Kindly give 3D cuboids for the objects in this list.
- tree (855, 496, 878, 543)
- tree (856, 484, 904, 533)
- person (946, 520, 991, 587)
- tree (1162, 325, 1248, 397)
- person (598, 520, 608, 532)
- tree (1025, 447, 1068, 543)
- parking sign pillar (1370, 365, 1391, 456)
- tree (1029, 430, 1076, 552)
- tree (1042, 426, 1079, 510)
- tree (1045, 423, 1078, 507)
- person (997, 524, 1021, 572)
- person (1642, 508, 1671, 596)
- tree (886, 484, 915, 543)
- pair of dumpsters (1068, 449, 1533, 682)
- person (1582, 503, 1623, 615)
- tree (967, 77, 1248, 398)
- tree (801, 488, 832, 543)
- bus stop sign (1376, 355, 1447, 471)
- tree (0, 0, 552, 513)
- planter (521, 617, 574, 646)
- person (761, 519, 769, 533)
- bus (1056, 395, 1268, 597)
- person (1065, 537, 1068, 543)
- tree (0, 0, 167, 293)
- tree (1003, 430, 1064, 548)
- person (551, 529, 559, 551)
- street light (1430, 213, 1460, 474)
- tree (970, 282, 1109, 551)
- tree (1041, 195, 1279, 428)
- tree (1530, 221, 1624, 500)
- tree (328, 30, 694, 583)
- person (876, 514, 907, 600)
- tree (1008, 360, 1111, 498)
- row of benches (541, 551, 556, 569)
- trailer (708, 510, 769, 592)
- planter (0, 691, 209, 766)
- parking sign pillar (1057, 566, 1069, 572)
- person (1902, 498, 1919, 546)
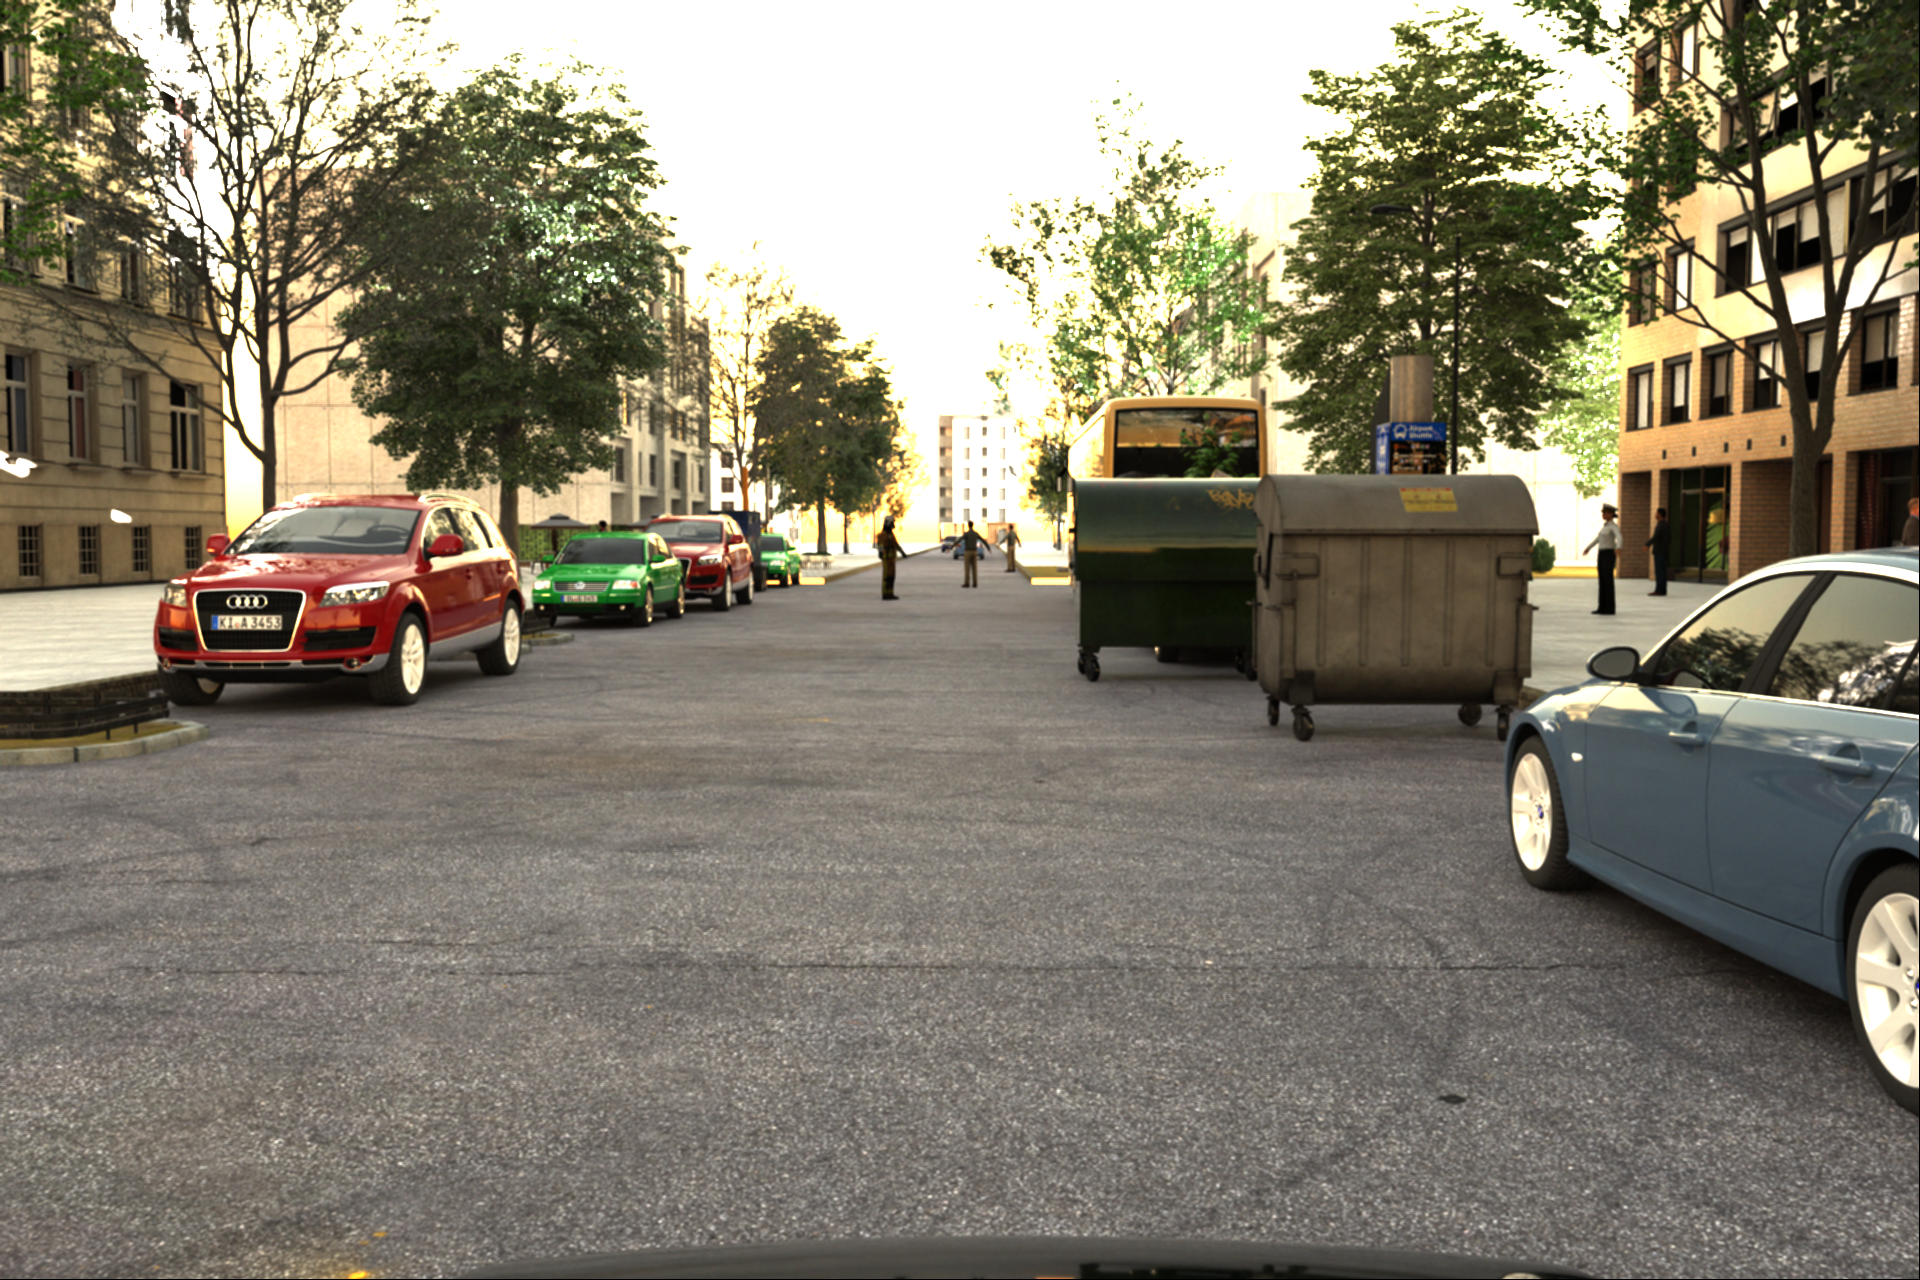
[{"bbox_3d":[-12.927,-18.173,247.497,4.360,8.622,3.978,0,3,0],"label":"tree"},{"bbox_3d":[-11.139,-18.730,240.652,7.601,10.594,8.767,0,4,1],"label":"tree"},{"bbox_3d":[0.275,-2.320,46.662,1.348,1.796,0.705,-2,4,-27],"label":"person"},{"bbox_3d":[8.828,-6.758,60.851,4.360,8.622,3.978,0,3,0],"label":"tree"},{"bbox_3d":[-14.376,-3.878,69.543,0.704,1.843,1.345,2,4,24],"label":"person"},{"bbox_3d":[14.052,-20.472,241.364,9.857,13.997,8.962,0,3,0],"label":"tree"},{"bbox_3d":[7.064,-2.442,28.402,1.447,3.967,1.447,0,4,1],"label":"parking sign pillar"},{"bbox_3d":[7.196,-10.525,122.444,4.737,8.622,4.395,0,3,0],"label":"tree"},{"bbox_3d":[7.502,-10.074,115.067,4.737,8.622,4.395,0,3,0],"label":"tree"},{"bbox_3d":[7.304,-9.711,109.133,4.360,8.622,3.978,0,3,0],"label":"tree"},{"bbox_3d":[1.903,-3.457,65.245,0.705,1.796,1.348,3,5,42],"label":"person"},{"bbox_3d":[14.550,-1.833,36.042,0.705,1.821,1.348,3,5,41],"label":"person"},{"bbox_3d":[-8.523,-18.171,247.454,4.737,8.622,4.395,0,3,0],"label":"tree"},{"bbox_3d":[3.299,-0.753,17.261,4.436,2.255,1.574,0,4,1],"label":"pair of dumpsters"},{"bbox_3d":[10.245,-1.294,27.617,0.721,1.778,1.216,0,4,-5],"label":"person"},{"bbox_3d":[6.367,-13.392,74.845,12.611,20.169,13.585,0,3,0],"label":"tree"},{"bbox_3d":[-22.569,-20.450,244.720,12.009,13.543,11.850,0,3,0],"label":"tree"},{"bbox_3d":[6.718,-2.252,25.841,0.837,3.901,0.837,0,4,0],"label":"bus stop sign"},{"bbox_3d":[-12.415,-7.352,30.580,12.009,13.543,11.850,0,3,0],"label":"tree"},{"bbox_3d":[-6.203,-0.105,22.858,1.991,0.319,1.994,0,4,1],"label":"planter"},{"bbox_3d":[-6.305,-3.051,56.351,0.721,1.772,1.216,-3,5,-44],"label":"person"},{"bbox_3d":[3.522,-2.511,32.599,2.896,3.916,12.252,0,4,1],"label":"bus"},{"bbox_3d":[4.653,-3.726,66.774,1.347,1.847,0.705,1,4,21],"label":"person"},{"bbox_3d":[-12.367,-5.674,18.522,9.928,11.665,9.643,0,3,0],"label":"tree"},{"bbox_3d":[8.237,-13.457,154.437,7.601,10.594,8.767,3,5,42],"label":"tree"},{"bbox_3d":[-18.294,-4.418,78.371,0.704,1.812,1.346,-1,4,-20],"label":"person"},{"bbox_3d":[7.562,-3.181,24.554,1.470,5.913,1.316,0,4,1],"label":"street light"},{"bbox_3d":[7.128,-16.950,133.021,12.611,20.169,13.585,0,3,0],"label":"tree"},{"bbox_3d":[6.107,-7.796,53.219,9.928,11.665,9.643,0,3,0],"label":"tree"},{"bbox_3d":[24.067,-8.828,62.468,7.486,12.596,7.792,0,3,0],"label":"tree"},{"bbox_3d":[-11.851,-8.450,44.813,9.857,13.997,8.962,0,3,0],"label":"tree"},{"bbox_3d":[-1.526,-1.805,37.735,0.705,1.858,1.354,1,4,21],"label":"person"},{"bbox_3d":[7.002,-9.625,91.783,8.767,10.594,7.601,-2,4,-32],"label":"tree"},{"bbox_3d":[-14.658,-2.914,63.108,1.422,0.672,4.104,-1,4,-22],"label":"row of benches"},{"bbox_3d":[-5.608,-2.176,42.623,1.471,1.999,3.904,0,4,1],"label":"trailer"},{"bbox_3d":[-6.274,0.578,11.687,1.991,0.319,1.994,0,4,1],"label":"planter"},{"bbox_3d":[4.021,-4.308,58.909,1.447,3.967,1.447,0,4,2],"label":"parking sign pillar"},{"bbox_3d":[12.789,-1.007,23.066,0.434,1.755,0.990,3,4,39],"label":"person"}]
